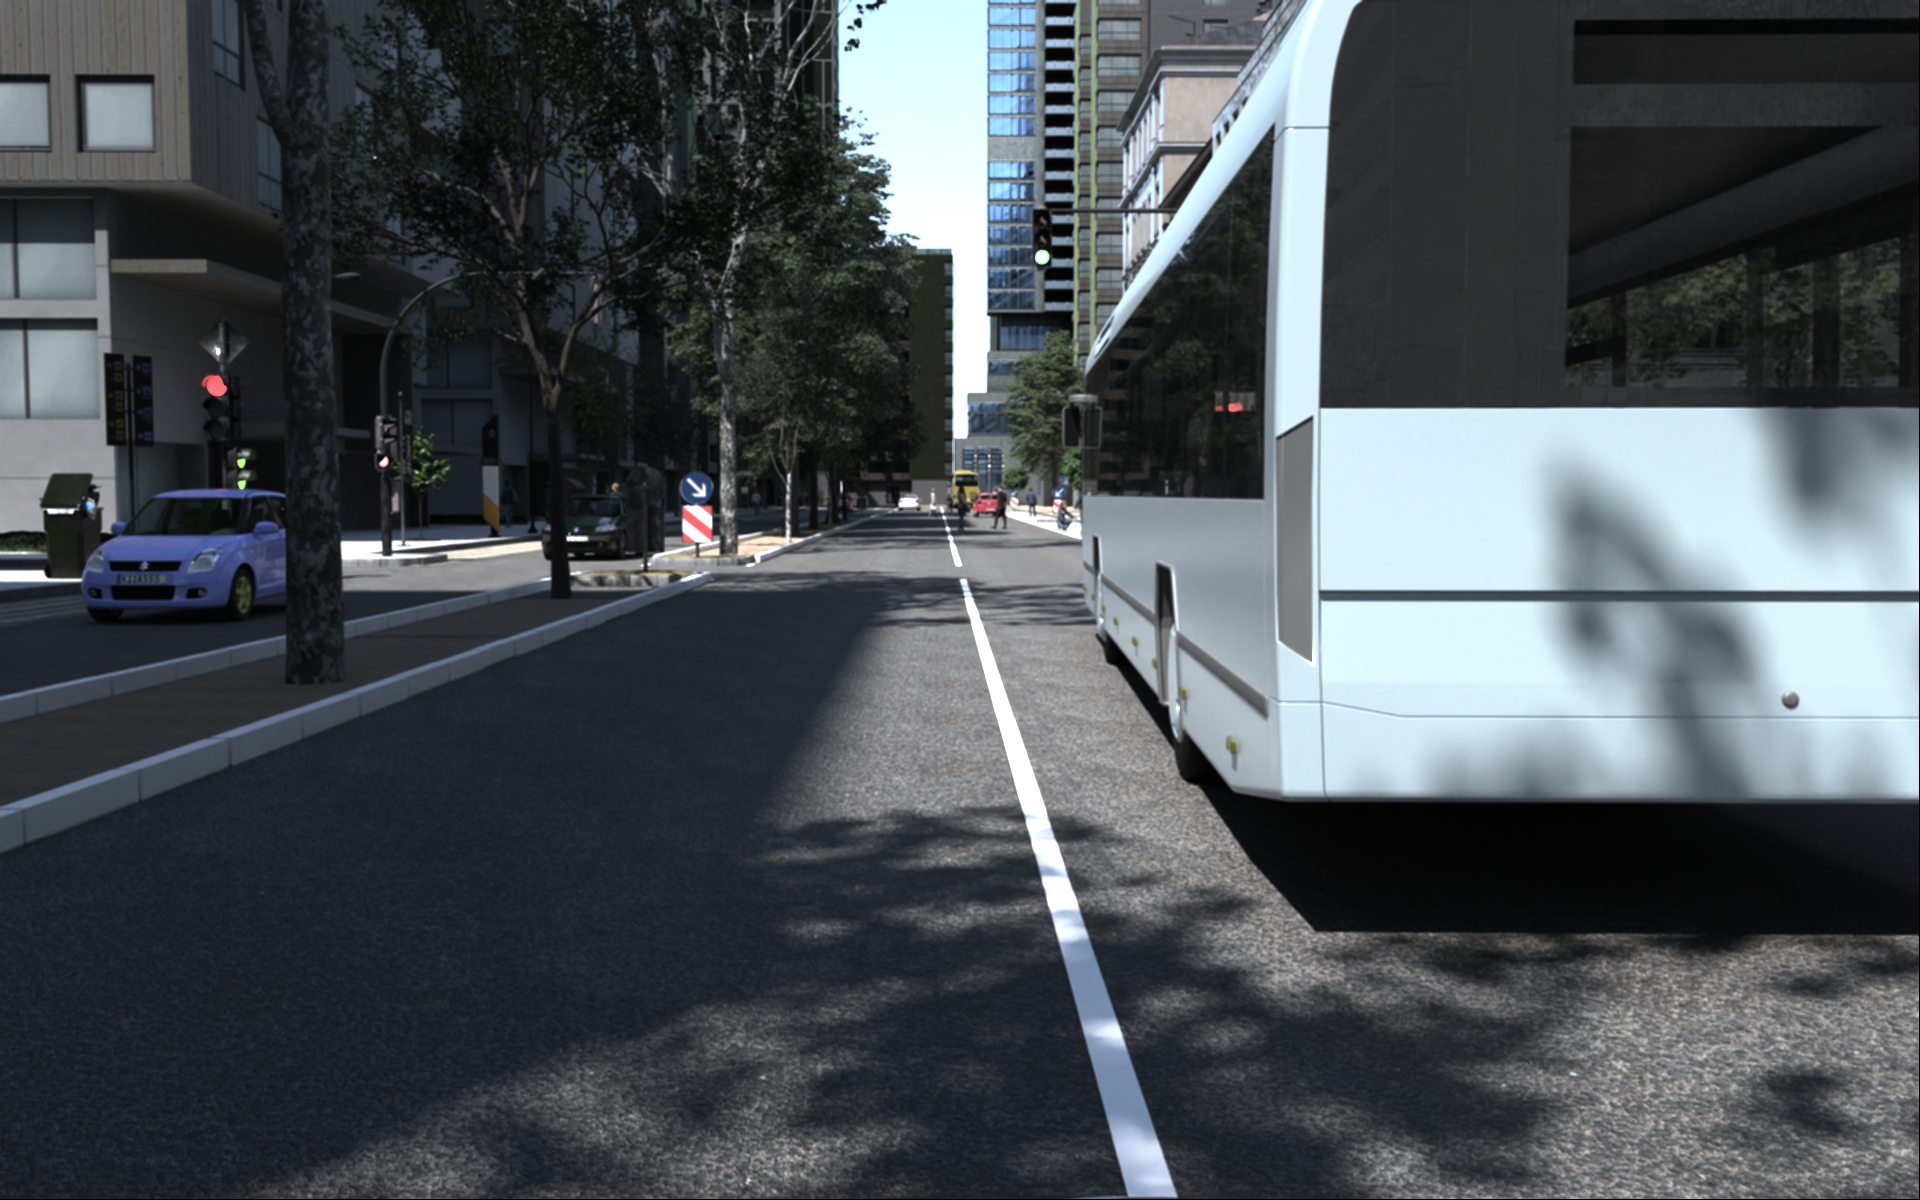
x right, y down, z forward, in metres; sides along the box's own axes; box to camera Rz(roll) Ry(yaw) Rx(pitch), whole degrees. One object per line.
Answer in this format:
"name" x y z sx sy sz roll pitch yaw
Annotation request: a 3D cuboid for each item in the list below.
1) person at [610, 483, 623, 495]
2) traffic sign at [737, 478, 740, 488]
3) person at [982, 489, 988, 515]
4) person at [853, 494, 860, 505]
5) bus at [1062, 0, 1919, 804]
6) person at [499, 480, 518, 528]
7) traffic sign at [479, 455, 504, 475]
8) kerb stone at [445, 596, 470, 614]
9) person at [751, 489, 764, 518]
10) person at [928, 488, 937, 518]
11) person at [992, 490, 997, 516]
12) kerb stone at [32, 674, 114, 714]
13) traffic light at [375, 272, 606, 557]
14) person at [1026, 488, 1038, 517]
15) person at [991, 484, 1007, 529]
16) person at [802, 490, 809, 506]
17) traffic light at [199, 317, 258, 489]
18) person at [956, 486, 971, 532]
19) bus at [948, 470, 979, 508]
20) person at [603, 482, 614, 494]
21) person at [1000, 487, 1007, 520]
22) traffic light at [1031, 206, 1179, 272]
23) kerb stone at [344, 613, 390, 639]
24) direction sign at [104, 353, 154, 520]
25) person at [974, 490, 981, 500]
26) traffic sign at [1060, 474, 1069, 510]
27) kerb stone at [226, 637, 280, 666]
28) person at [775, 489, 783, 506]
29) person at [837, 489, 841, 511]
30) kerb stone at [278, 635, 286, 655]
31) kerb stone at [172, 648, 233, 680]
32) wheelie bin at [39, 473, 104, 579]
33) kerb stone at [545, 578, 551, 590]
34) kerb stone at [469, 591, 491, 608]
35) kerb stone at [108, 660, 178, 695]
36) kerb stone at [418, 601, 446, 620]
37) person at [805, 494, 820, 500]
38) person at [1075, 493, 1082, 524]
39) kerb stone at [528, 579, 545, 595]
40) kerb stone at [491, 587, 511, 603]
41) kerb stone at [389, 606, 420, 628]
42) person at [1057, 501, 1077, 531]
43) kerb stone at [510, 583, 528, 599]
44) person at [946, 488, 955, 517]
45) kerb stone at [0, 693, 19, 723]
"person" -10.648 -2.751 53.897 0.534 1.772 0.576 2 4 35
"traffic sign" -14.400 -6.668 111.146 0.606 2.300 0.079 0 4 1
"person" 1.747 -6.886 121.105 1.348 1.822 0.705 -2 4 -28
"person" -10.299 -9.929 174.100 1.065 1.426 0.557 3 4 36
"bus" 2.375 -1.035 11.787 2.948 3.499 13.247 0 4 1
"person" -17.061 -3.616 65.157 0.794 1.824 0.713 -2 4 -28
"traffic sign" -14.357 -3.240 53.083 0.768 2.556 0.104 0 4 1
"kerb stone" -6.151 0.078 20.916 0.120 0.150 1.000 0 4 -1
"person" -11.784 -5.626 101.154 0.731 1.740 0.598 -1 4 -20
"person" -1.662 -5.926 105.742 0.624 1.780 0.694 0 4 -5
"person" 2.241 -6.347 113.080 0.445 1.727 0.742 0 4 1
"kerb stone" -6.035 0.642 11.702 0.120 0.150 1.000 0 4 -1
"traffic light" -9.679 -3.726 35.583 4.771 5.953 1.251 0 4 -1
"person" 4.517 -6.122 108.777 0.721 1.800 0.419 1 4 10
"person" 1.616 -3.849 71.211 0.755 1.850 0.659 3 5 44
"person" -16.605 -11.040 187.328 1.217 1.735 0.721 -2 4 -33
"traffic light" -11.664 -2.362 27.536 0.839 4.253 0.868 0 4 -1
"person" 0.052 -3.484 66.058 0.643 1.750 0.593 -3 5 -43
"bus" 0.418 -11.320 176.623 2.896 3.916 12.252 0 4 -2
"person" -16.144 -4.489 79.345 0.656 1.842 0.836 -2 4 -27
"person" 2.457 -5.419 97.123 0.654 1.822 0.581 -2 4 -35
"traffic light" 3.505 -3.238 27.610 4.771 5.953 1.251 0 4 -1
"kerb stone" -6.117 0.266 17.851 0.120 0.150 1.000 0 4 -1
"direction sign" -13.516 -2.217 28.242 0.379 3.537 0.876 2 4 25
"person" 1.510 -7.638 133.931 0.990 1.755 0.434 1 4 23
"traffic sign" 6.608 -6.582 107.729 0.768 2.556 0.104 0 4 5
"kerb stone" -6.076 0.454 14.772 0.120 0.150 1.000 0 4 -1
"person" -19.267 -10.931 184.856 1.348 1.812 0.705 3 4 36
"person" -10.167 -8.352 145.070 0.705 1.821 1.348 2 4 28
"kerb stone" -6.090 0.394 15.806 0.120 0.150 1.000 0 4 -1
"kerb stone" -6.061 0.519 13.751 0.120 0.150 1.000 0 4 -1
"wheelie bin" -13.556 -1.133 26.434 0.980 1.594 0.693 0 4 4
"kerb stone" -6.232 -0.235 26.043 0.120 0.150 1.000 0 4 -1
"kerb stone" -6.167 0.020 21.939 0.120 0.150 1.000 0 4 -1
"kerb stone" -6.044 0.581 12.724 0.120 0.150 1.000 0 4 -1
"kerb stone" -6.140 0.141 19.894 0.120 0.150 1.000 0 4 -1
"person" -11.524 -7.771 135.694 1.348 1.807 0.705 1 4 22
"person" 4.690 -3.434 64.993 0.623 1.781 0.721 -2 4 -24
"kerb stone" -6.203 -0.170 25.011 0.120 0.150 1.000 0 4 -1
"kerb stone" -6.165 -0.047 22.961 0.120 0.150 1.000 0 4 -1
"kerb stone" -6.127 0.203 18.872 0.120 0.150 1.000 0 4 -1
"person" 4.130 -3.260 67.301 1.012 1.151 0.738 -2 4 -34
"kerb stone" -6.193 -0.107 23.983 0.120 0.150 1.000 0 4 -1
"person" -0.592 -6.058 107.716 0.590 1.801 0.661 2 4 32
"kerb stone" -6.020 0.705 10.679 0.120 0.150 1.000 0 4 -1
